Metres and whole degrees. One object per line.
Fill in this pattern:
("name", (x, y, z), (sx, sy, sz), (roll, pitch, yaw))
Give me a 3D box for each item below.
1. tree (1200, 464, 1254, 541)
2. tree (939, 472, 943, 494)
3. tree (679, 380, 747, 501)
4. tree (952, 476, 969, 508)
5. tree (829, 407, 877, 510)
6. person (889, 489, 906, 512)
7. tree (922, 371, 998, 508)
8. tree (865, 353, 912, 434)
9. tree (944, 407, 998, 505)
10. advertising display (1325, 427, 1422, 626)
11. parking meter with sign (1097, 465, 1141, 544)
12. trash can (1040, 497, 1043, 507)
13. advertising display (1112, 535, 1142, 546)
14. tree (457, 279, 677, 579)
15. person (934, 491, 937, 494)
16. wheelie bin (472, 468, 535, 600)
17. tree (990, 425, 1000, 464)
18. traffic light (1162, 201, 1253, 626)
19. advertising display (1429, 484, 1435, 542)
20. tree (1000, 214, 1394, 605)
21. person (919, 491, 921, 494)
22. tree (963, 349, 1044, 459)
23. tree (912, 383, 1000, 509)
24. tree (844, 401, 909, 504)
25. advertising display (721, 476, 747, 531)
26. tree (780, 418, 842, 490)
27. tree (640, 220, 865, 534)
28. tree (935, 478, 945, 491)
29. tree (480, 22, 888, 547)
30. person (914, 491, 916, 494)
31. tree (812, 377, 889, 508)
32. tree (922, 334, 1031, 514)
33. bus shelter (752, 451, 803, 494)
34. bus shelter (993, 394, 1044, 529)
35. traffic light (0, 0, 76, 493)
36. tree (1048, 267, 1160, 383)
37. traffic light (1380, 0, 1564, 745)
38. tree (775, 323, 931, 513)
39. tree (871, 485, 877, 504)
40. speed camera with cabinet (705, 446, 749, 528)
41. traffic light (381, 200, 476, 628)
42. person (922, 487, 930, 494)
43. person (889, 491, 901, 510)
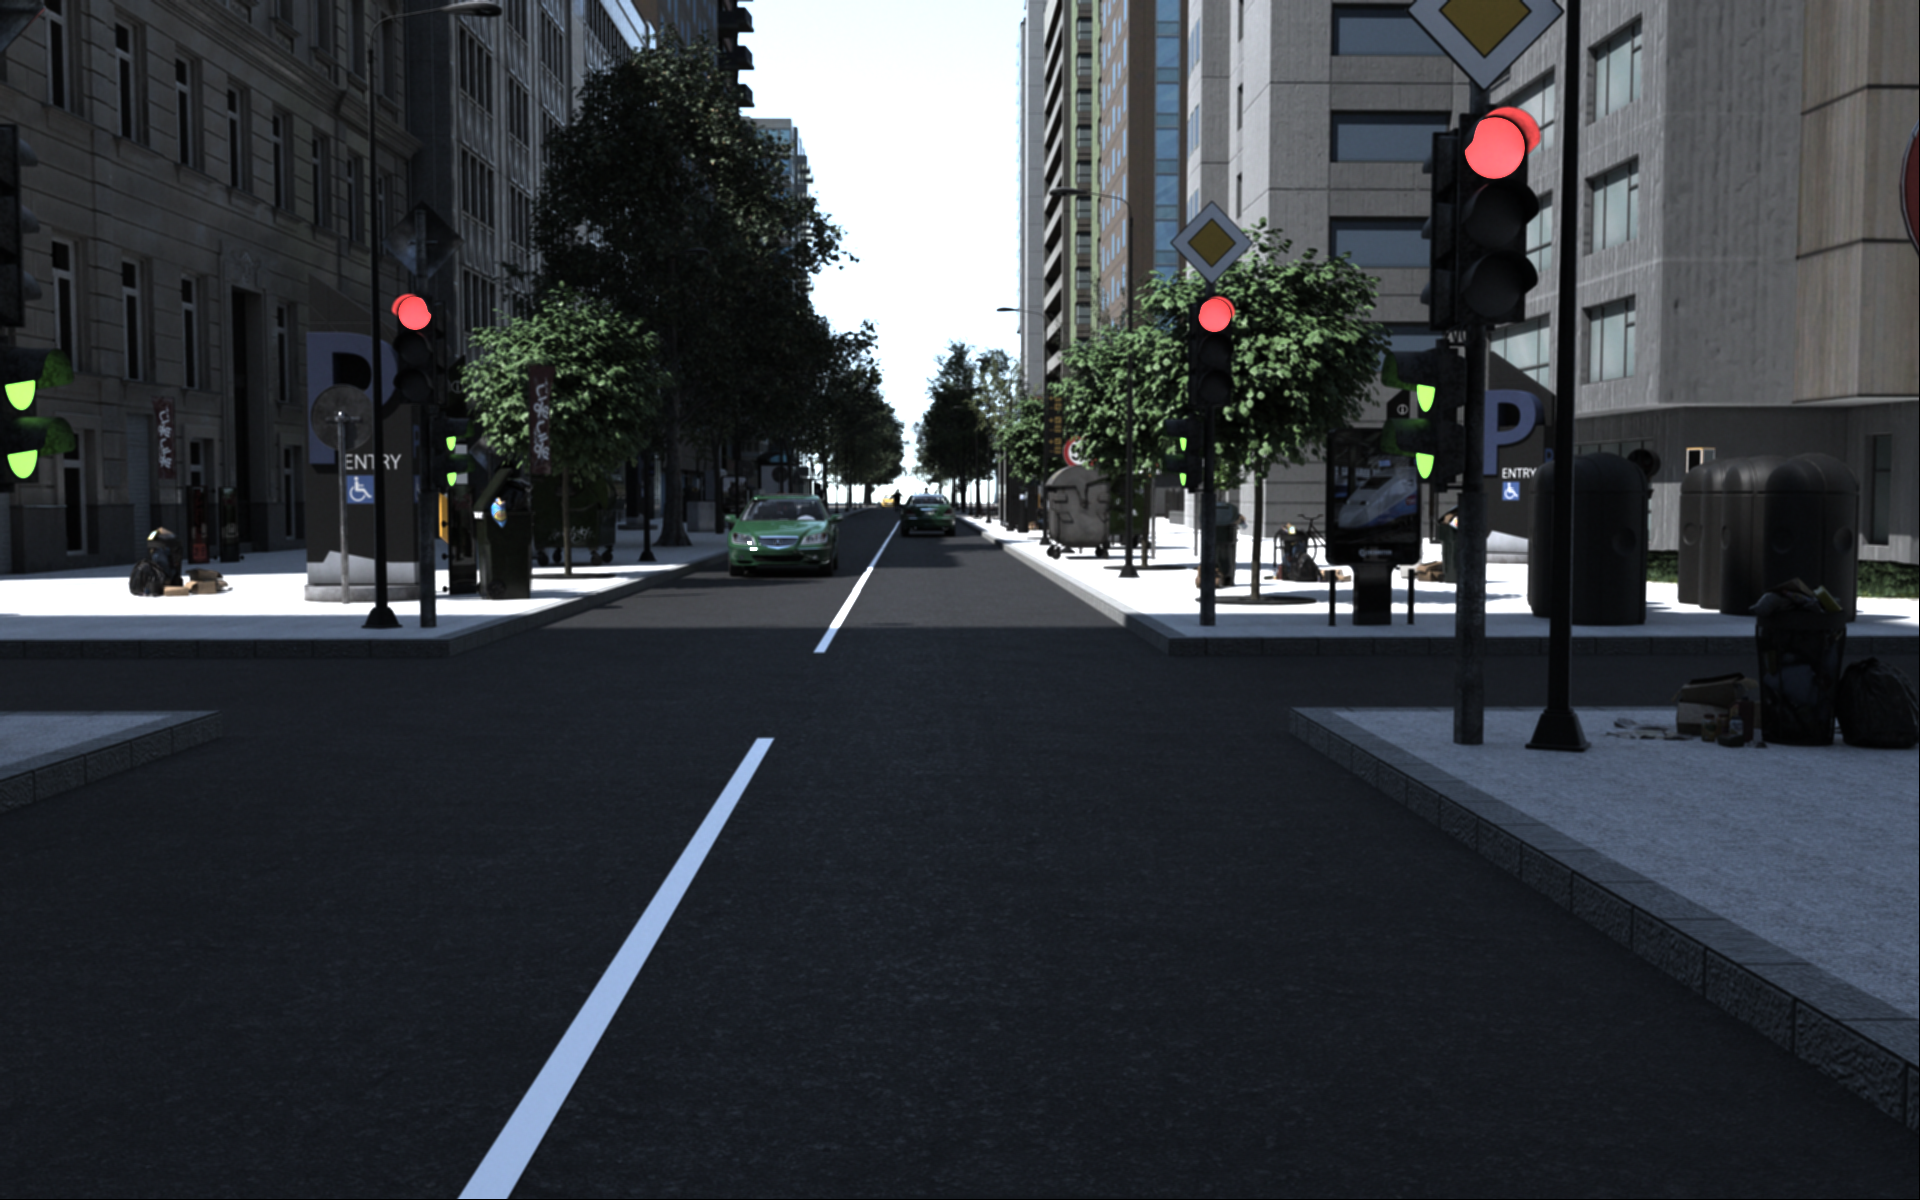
("tree", (7.099, -3.213, 47.140), (1.663, 3.219, 1.824), (0, 3, 0))
("tree", (-2.648, -19.415, 227.806), (12.009, 13.543, 11.850), (0, 3, 0))
("tree", (-12.262, -8.091, 82.648), (4.737, 8.622, 4.395), (0, 3, 0))
("tree", (0.245, -10.437, 165.243), (1.663, 3.219, 1.824), (0, 3, 0))
("tree", (-8.671, -11.361, 136.117), (4.360, 8.622, 3.978), (0, 3, 0))
("person", (-4.876, -7.829, 136.139), (1.348, 1.869, 0.705), (0, 4, 5))
("tree", (-0.029, -14.696, 158.408), (7.486, 12.596, 7.792), (0, 3, 0))
("tree", (-6.989, -8.459, 72.724), (8.767, 10.594, 7.601), (0, 4, 6))
("tree", (-0.479, -15.786, 175.101), (9.611, 12.733, 9.660), (0, 3, 0))
("advertising display", (4.036, -0.715, 16.911), (0.974, 1.923, 0.123), (-1, 4, -15))
("parking meter with sign", (4.111, -2.994, 45.214), (0.543, 3.016, 1.738), (-2, 4, -32))
("trash can", (3.598, -4.107, 78.803), (0.748, 1.137, 0.748), (0, 3, 0))
("advertising display", (4.160, -2.307, 42.939), (0.974, 1.923, 0.123), (-2, 4, -26))
("tree", (-5.983, -2.626, 26.655), (4.285, 4.588, 4.351), (0, 3, 0))
("person", (-2.049, -8.213, 143.718), (0.436, 1.711, 0.756), (3, 4, 39))
("wheelie bin", (-5.583, -0.816, 21.252), (0.693, 1.594, 0.980), (-2, 4, -26))
("tree", (3.103, -2.805, 29.578), (4.285, 4.588, 4.351), (0, 3, 0))
("traffic light", (2.398, -1.705, 16.792), (0.839, 4.253, 0.868), (0, 4, -1))
("advertising display", (12.819, -2.558, 47.038), (0.123, 1.923, 0.974), (1, 4, 17))
("tree", (3.457, -2.250, 20.494), (4.285, 4.588, 4.351), (0, 3, 0))
("person", (-4.588, -11.707, 200.638), (1.217, 1.736, 0.721), (0, 4, -6))
("tree", (2.381, -8.445, 88.446), (4.737, 8.622, 4.395), (0, 3, 0))
("tree", (0.118, -12.829, 144.160), (8.767, 10.594, 7.601), (-1, 4, -20))
("tree", (-11.240, -18.977, 216.932), (9.857, 13.997, 8.962), (0, 3, 0))
("advertising display", (-7.940, -3.405, 60.892), (0.974, 1.923, 0.123), (-2, 4, -32))
("tree", (-8.360, -9.072, 98.686), (4.737, 8.622, 4.395), (0, 3, 0))
("tree", (-7.764, -7.446, 56.157), (8.767, 10.594, 7.601), (0, 4, 0))
("tree", (-2.446, -17.808, 241.515), (4.360, 8.622, 3.978), (0, 3, 0))
("tree", (-7.038, -7.683, 42.629), (9.611, 12.733, 9.660), (0, 3, 0))
("person", (-6.005, -13.580, 230.557), (0.705, 1.821, 1.348), (1, 4, 10))
("tree", (-10.538, -15.065, 164.436), (7.486, 12.596, 7.792), (0, 3, 0))
("tree", (1.066, -11.457, 113.070), (9.928, 11.665, 9.643), (0, 3, 0))
("bus shelter", (-8.794, -5.504, 83.910), (2.014, 3.302, 5.546), (0, 4, -1))
("bus shelter", (2.436, -5.505, 67.642), (2.179, 5.291, 8.768), (0, 4, -2))
("traffic light", (-4.908, -1.204, 8.604), (0.839, 4.253, 0.868), (0, 4, -1))
("tree", (4.951, -6.413, 55.219), (4.360, 8.622, 3.978), (0, 3, 0))
("traffic light", (2.600, -1.216, 8.809), (0.839, 4.253, 0.868), (0, 4, -1))
("tree", (-9.250, -12.720, 118.347), (12.009, 13.543, 11.850), (0, 3, 0))
("tree", (-12.290, -14.753, 235.811), (1.663, 3.219, 1.824), (0, 3, 0))
("speed camera with cabinet", (-8.791, -4.344, 65.361), (0.660, 3.252, 2.038), (2, 4, 29))
("traffic light", (-5.111, -1.692, 16.586), (0.839, 4.253, 0.868), (0, 4, -1))
("person", (-1.886, -5.409, 96.878), (1.348, 1.831, 0.705), (0, 4, -4))
("person", (-5.906, -9.093, 157.695), (1.217, 1.766, 0.721), (-1, 4, -23))
